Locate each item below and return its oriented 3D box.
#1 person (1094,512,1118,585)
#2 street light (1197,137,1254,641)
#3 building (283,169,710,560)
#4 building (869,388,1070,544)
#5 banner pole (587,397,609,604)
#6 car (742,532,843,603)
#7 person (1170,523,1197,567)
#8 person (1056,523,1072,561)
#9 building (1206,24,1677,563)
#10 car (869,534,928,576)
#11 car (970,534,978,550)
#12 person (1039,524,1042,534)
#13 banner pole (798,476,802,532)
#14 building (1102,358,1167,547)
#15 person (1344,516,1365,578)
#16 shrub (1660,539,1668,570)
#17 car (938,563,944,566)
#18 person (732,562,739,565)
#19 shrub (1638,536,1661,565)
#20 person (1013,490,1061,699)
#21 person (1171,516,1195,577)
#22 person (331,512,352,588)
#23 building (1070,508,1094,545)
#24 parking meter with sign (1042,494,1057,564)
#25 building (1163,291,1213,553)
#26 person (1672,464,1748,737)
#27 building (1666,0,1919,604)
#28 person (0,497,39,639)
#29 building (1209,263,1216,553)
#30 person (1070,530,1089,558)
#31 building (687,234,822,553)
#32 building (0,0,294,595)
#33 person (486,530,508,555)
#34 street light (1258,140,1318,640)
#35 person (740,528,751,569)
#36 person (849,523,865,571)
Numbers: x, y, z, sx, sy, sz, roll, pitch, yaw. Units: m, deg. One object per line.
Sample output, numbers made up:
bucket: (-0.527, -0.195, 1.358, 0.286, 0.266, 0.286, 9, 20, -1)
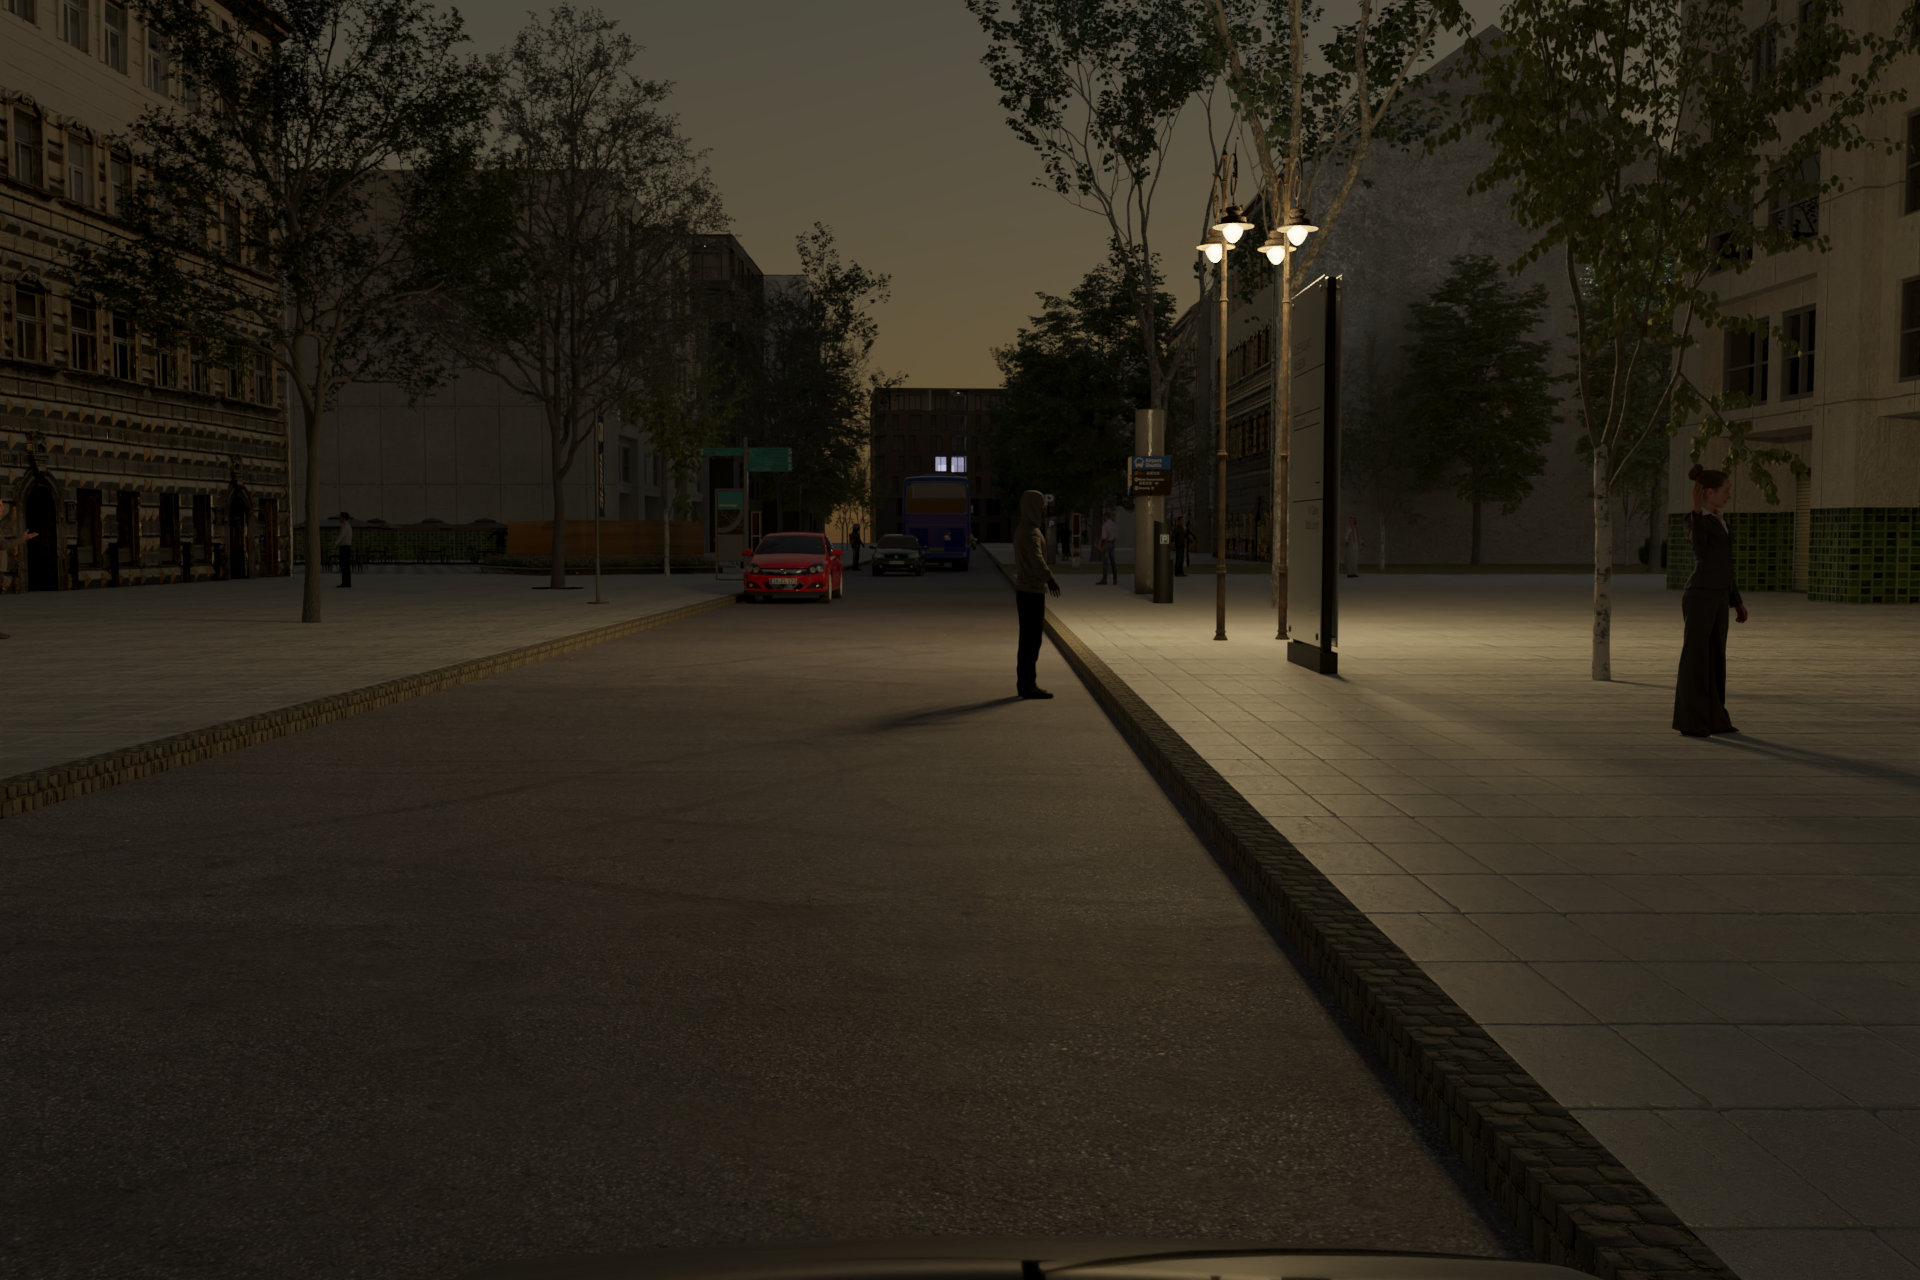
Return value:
person: (3.649, -2.310, 43.681, 0.709, 1.838, 0.599, -3, 5, -44)
street light: (3.146, -2.932, 20.733, 0.468, 5.910, 1.993, 0, 4, 0)
building: (-25.281, -14.287, 100.049, 16.747, 18.905, 31.486, 0, 4, 0)
building: (3.594, -24.776, 251.517, 32.646, 21.610, 27.936, 0, 4, -5)
banner pole: (-6.665, -2.570, 32.040, 0.401, 3.779, 0.863, 0, 4, 1)
car: (-3.537, -1.717, 37.107, 2.155, 1.783, 4.494, 0, 4, 1)
person: (8.754, -3.734, 67.766, 1.216, 1.740, 0.721, -1, 4, -20)
person: (5.017, -4.695, 82.898, 1.346, 1.812, 0.704, -2, 4, -35)
building: (22.943, -15.495, 84.278, 19.493, 23.208, 18.063, 0, 3, 0)
car: (-2.111, -3.064, 59.883, 2.009, 1.686, 4.222, 0, 4, 1)
car: (0.535, -8.810, 155.847, 2.131, 1.459, 4.920, 0, 4, -1)
person: (3.794, -4.771, 84.131, 0.704, 1.817, 1.347, -1, 4, -9)
banner pole: (-6.878, -5.183, 74.752, 0.401, 3.779, 0.863, 0, 3, 0)
building: (23.578, -19.345, 182.741, 16.747, 18.905, 31.486, 0, 4, 1)
person: (11.612, -2.754, 51.173, 0.704, 1.811, 1.347, 2, 4, 35)
shrub: (25.424, -3.112, 61.999, 1.383, 1.207, 1.383, 0, 3, 0)
car: (-1.628, -4.117, 79.103, 2.131, 1.459, 4.920, 0, 3, 0)
person: (-9.319, -3.824, 71.797, 0.991, 1.433, 0.599, -1, 4, -20)
shrub: (28.211, -3.655, 70.868, 1.383, 1.207, 1.383, 0, 3, 0)
person: (0.653, -0.404, 15.196, 0.705, 1.813, 1.348, 0, 4, -7)
person: (6.644, -2.813, 52.058, 0.705, 1.821, 1.348, 2, 4, 35)
person: (-14.797, -2.167, 41.586, 0.704, 1.810, 1.344, 0, 4, -5)
building: (23.074, -21.293, 214.589, 16.747, 18.905, 31.486, 0, 3, 0)
parking meter with sign: (3.844, -4.742, 73.792, 0.543, 3.016, 1.738, 0, 4, -1)
building: (25.126, -17.968, 124.711, 19.493, 23.208, 18.063, 0, 4, 0)
person: (4.743, -0.247, 10.885, 0.445, 1.727, 0.742, 1, 4, 18)
building: (24.543, -9.612, 23.621, 16.747, 18.905, 31.486, 0, 4, 0)
person: (-11.691, -0.899, 21.268, 0.750, 1.759, 0.617, -1, 4, -21)
building: (21.587, -15.673, 112.667, 16.016, 20.090, 11.380, 0, 4, 1)
person: (6.296, -5.258, 91.940, 1.349, 1.833, 0.705, -3, 5, -40)
building: (-25.942, -17.772, 134.545, 27.936, 21.610, 32.646, 0, 4, 0)
building: (-29.425, -12.951, 42.685, 19.493, 23.208, 18.063, 0, 4, 0)
person: (-21.722, -4.629, 81.911, 1.346, 1.802, 0.704, -2, 4, -24)
street light: (3.922, -2.942, 20.885, 0.468, 5.910, 1.993, 0, 4, 1)
person: (-7.982, -3.575, 64.387, 1.347, 1.837, 0.705, -3, 4, -39)
person: (-4.051, -3.649, 67.887, 0.705, 1.858, 1.354, 1, 4, 15)
